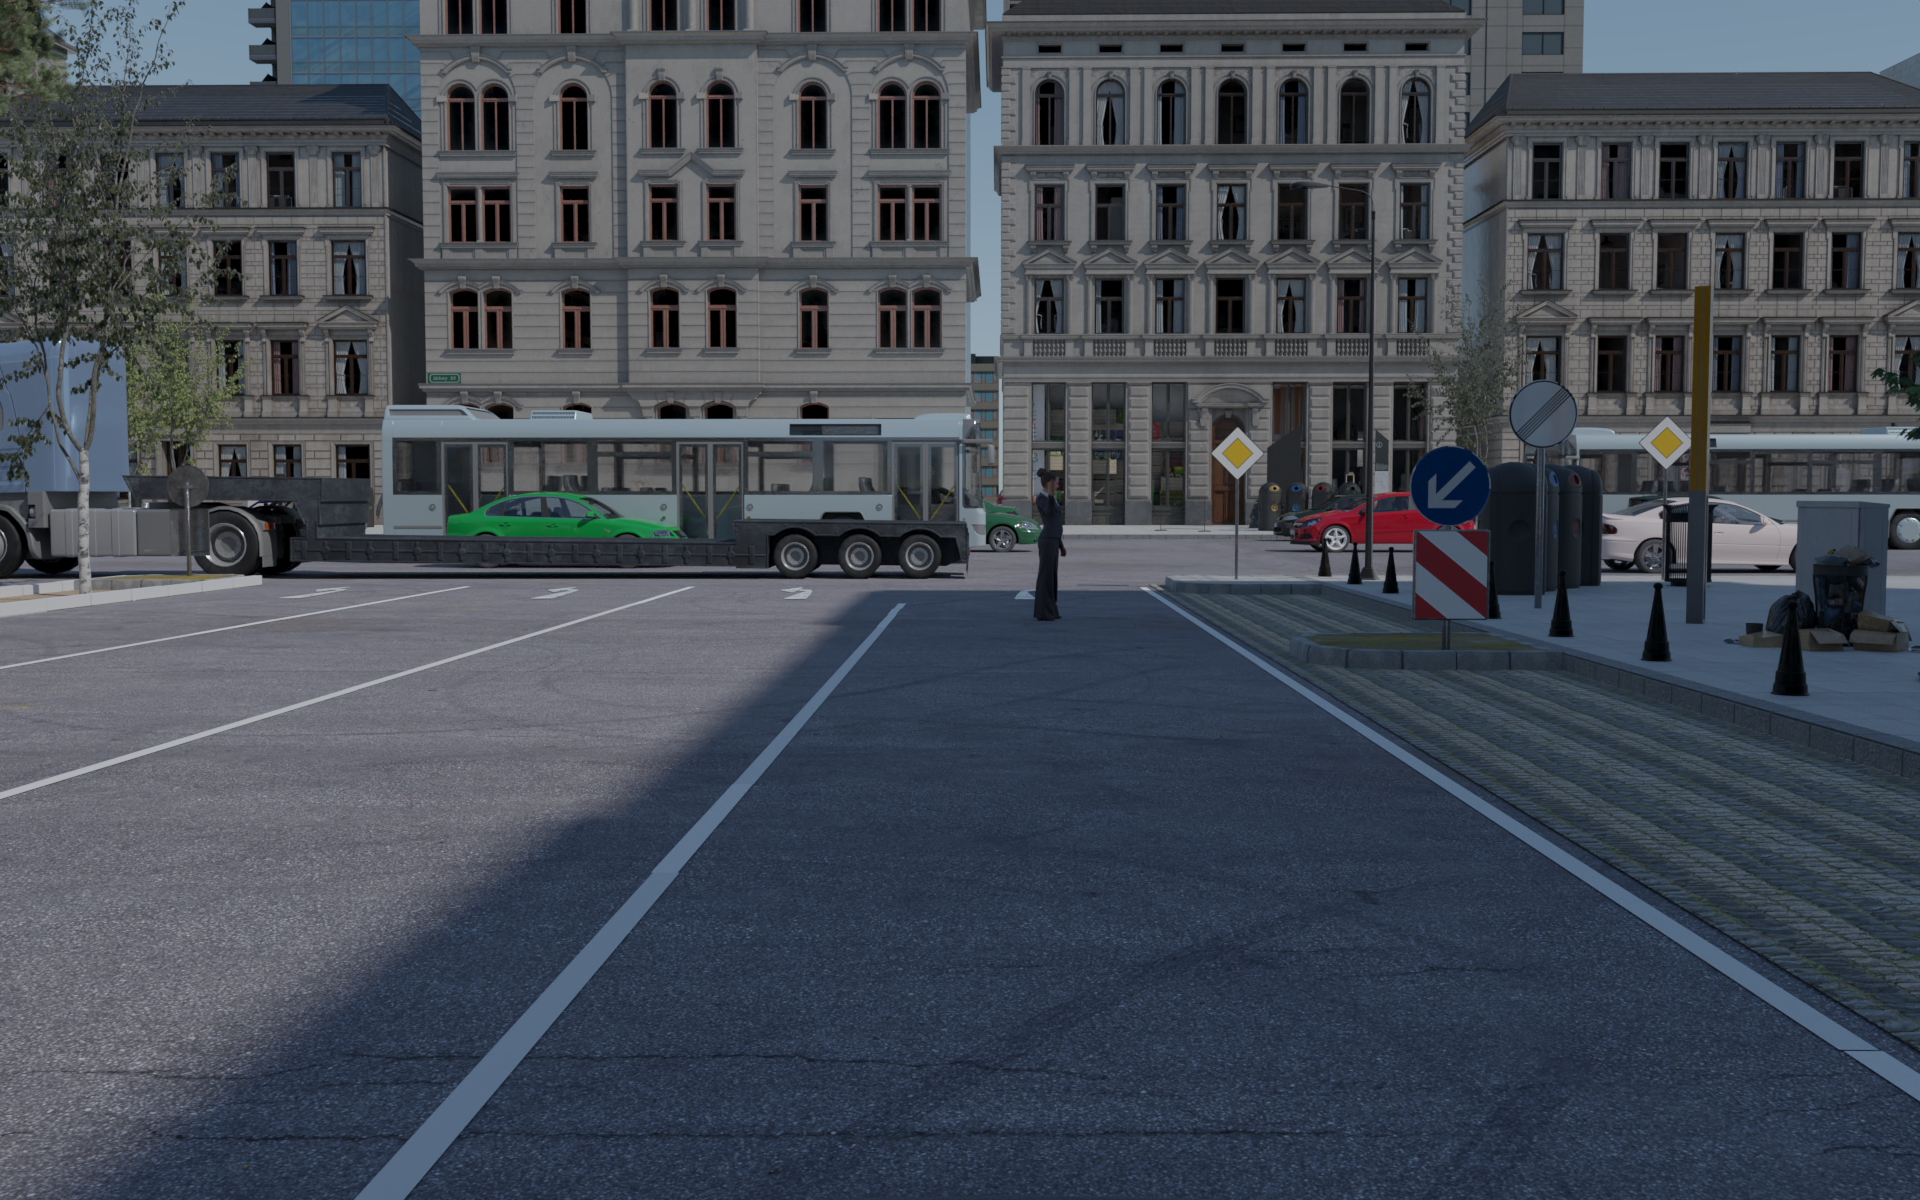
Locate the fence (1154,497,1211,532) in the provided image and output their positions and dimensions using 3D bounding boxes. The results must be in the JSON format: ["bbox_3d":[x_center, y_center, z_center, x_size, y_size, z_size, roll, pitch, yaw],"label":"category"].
[{"bbox_3d":[7.675,-2.969,59.747,0.480,1.192,2.264,-3,4,-38],"label":"fence"}]

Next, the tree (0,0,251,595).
[{"bbox_3d":[-12.113,-4.350,23.945,4.360,8.622,3.978,0,3,0],"label":"tree"}]

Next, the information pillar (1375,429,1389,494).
[{"bbox_3d":[15.218,-4.357,62.596,0.504,3.616,0.183,1,4,10],"label":"information pillar"}]

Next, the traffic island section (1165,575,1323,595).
[{"bbox_3d":[4.162,-0.226,25.976,2.009,0.180,2.903,0,4,1],"label":"traffic island section"}]

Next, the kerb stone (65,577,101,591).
[{"bbox_3d":[-13.188,-0.225,25.874,0.120,0.150,1.000,0,4,1],"label":"kerb stone"}]

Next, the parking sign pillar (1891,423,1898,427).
[{"bbox_3d":[35.794,-4.711,65.493,1.447,3.967,1.447,-1,4,-22],"label":"parking sign pillar"}]

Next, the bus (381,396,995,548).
[{"bbox_3d":[-5.201,-2.554,36.625,13.247,3.499,2.948,0,4,1],"label":"bus"}]

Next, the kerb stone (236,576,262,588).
[{"bbox_3d":[-11.071,-0.281,26.792,0.120,0.150,1.000,0,4,1],"label":"kerb stone"}]

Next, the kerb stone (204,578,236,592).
[{"bbox_3d":[-11.095,-0.218,25.767,0.120,0.150,1.000,0,4,1],"label":"kerb stone"}]

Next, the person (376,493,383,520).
[{"bbox_3d":[-13.557,-2.024,41.366,0.659,1.850,0.755,-1,4,-9],"label":"person"}]

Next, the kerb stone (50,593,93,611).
[{"bbox_3d":[-11.194,0.033,21.650,0.120,0.150,1.000,0,4,1],"label":"kerb stone"}]

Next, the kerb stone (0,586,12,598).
[{"bbox_3d":[-13.239,-0.099,23.820,0.120,0.150,1.000,0,4,1],"label":"kerb stone"}]

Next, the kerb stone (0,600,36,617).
[{"bbox_3d":[-11.205,0.096,20.619,0.120,0.150,1.000,0,4,1],"label":"kerb stone"}]

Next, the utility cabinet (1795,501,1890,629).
[{"bbox_3d":[8.117,-0.294,15.963,0.306,1.237,1.020,0,4,-4],"label":"utility cabinet"}]

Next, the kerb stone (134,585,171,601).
[{"bbox_3d":[-11.140,-0.092,23.704,0.120,0.150,1.000,0,4,1],"label":"kerb stone"}]

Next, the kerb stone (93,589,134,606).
[{"bbox_3d":[-11.167,-0.030,22.679,0.120,0.150,1.000,0,4,1],"label":"kerb stone"}]

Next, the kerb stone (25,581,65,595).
[{"bbox_3d":[-13.214,-0.154,24.849,0.120,0.150,1.000,0,4,1],"label":"kerb stone"}]

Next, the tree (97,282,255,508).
[{"bbox_3d":[-26.603,-6.654,59.153,4.737,8.622,4.395,0,3,0],"label":"tree"}]

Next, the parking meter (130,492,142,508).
[{"bbox_3d":[-31.504,-3.537,66.235,0.372,1.533,0.369,0,3,0],"label":"parking meter"}]

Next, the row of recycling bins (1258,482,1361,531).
[{"bbox_3d":[12.104,-3.238,60.051,3.534,1.692,1.069,1,4,17],"label":"row of recycling bins"}]

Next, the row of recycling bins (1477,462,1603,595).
[{"bbox_3d":[7.813,-0.994,23.363,1.069,1.692,3.534,2,4,35],"label":"row of recycling bins"}]

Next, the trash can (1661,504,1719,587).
[{"bbox_3d":[10.159,-0.764,24.144,0.748,1.137,0.748,0,3,0],"label":"trash can"}]

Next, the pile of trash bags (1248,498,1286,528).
[{"bbox_3d":[11.698,-3.365,64.777,1.912,1.369,3.447,1,4,12],"label":"pile of trash bags"}]

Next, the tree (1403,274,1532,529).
[{"bbox_3d":[16.945,-6.532,57.166,4.360,8.622,3.978,0,3,0],"label":"tree"}]

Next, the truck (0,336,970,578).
[{"bbox_3d":[-9.231,-2.467,30.102,18.799,4.110,2.967,0,4,-1],"label":"truck"}]

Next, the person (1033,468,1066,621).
[{"bbox_3d":[1.069,-0.625,19.521,0.445,1.727,0.742,-1,4,-15],"label":"person"}]

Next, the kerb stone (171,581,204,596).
[{"bbox_3d":[-11.122,-0.149,24.732,0.120,0.150,1.000,0,4,1],"label":"kerb stone"}]

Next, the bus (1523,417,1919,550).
[{"bbox_3d":[21.183,-3.102,45.581,13.247,3.499,2.948,0,4,3],"label":"bus"}]

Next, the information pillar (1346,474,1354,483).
[{"bbox_3d":[14.506,-3.668,64.458,0.304,2.012,0.304,1,4,14],"label":"information pillar"}]

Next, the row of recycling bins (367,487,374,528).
[{"bbox_3d":[-23.934,-3.701,67.625,1.069,1.692,3.534,-3,5,-44],"label":"row of recycling bins"}]

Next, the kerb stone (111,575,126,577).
[{"bbox_3d":[-13.171,-0.286,26.900,0.120,0.150,1.000,0,4,1],"label":"kerb stone"}]

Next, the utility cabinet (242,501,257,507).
[{"bbox_3d":[-25.967,-3.389,64.088,0.318,1.500,1.173,2,4,29],"label":"utility cabinet"}]

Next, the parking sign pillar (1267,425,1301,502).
[{"bbox_3d":[12.686,-4.857,67.885,1.447,3.967,1.447,1,4,11],"label":"parking sign pillar"}]

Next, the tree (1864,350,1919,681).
[{"bbox_3d":[7.019,-1.031,11.456,1.663,3.219,1.824,0,3,0],"label":"tree"}]

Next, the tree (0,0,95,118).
[{"bbox_3d":[-12.680,-6.503,16.203,7.806,13.903,7.818,0,3,0],"label":"tree"}]
